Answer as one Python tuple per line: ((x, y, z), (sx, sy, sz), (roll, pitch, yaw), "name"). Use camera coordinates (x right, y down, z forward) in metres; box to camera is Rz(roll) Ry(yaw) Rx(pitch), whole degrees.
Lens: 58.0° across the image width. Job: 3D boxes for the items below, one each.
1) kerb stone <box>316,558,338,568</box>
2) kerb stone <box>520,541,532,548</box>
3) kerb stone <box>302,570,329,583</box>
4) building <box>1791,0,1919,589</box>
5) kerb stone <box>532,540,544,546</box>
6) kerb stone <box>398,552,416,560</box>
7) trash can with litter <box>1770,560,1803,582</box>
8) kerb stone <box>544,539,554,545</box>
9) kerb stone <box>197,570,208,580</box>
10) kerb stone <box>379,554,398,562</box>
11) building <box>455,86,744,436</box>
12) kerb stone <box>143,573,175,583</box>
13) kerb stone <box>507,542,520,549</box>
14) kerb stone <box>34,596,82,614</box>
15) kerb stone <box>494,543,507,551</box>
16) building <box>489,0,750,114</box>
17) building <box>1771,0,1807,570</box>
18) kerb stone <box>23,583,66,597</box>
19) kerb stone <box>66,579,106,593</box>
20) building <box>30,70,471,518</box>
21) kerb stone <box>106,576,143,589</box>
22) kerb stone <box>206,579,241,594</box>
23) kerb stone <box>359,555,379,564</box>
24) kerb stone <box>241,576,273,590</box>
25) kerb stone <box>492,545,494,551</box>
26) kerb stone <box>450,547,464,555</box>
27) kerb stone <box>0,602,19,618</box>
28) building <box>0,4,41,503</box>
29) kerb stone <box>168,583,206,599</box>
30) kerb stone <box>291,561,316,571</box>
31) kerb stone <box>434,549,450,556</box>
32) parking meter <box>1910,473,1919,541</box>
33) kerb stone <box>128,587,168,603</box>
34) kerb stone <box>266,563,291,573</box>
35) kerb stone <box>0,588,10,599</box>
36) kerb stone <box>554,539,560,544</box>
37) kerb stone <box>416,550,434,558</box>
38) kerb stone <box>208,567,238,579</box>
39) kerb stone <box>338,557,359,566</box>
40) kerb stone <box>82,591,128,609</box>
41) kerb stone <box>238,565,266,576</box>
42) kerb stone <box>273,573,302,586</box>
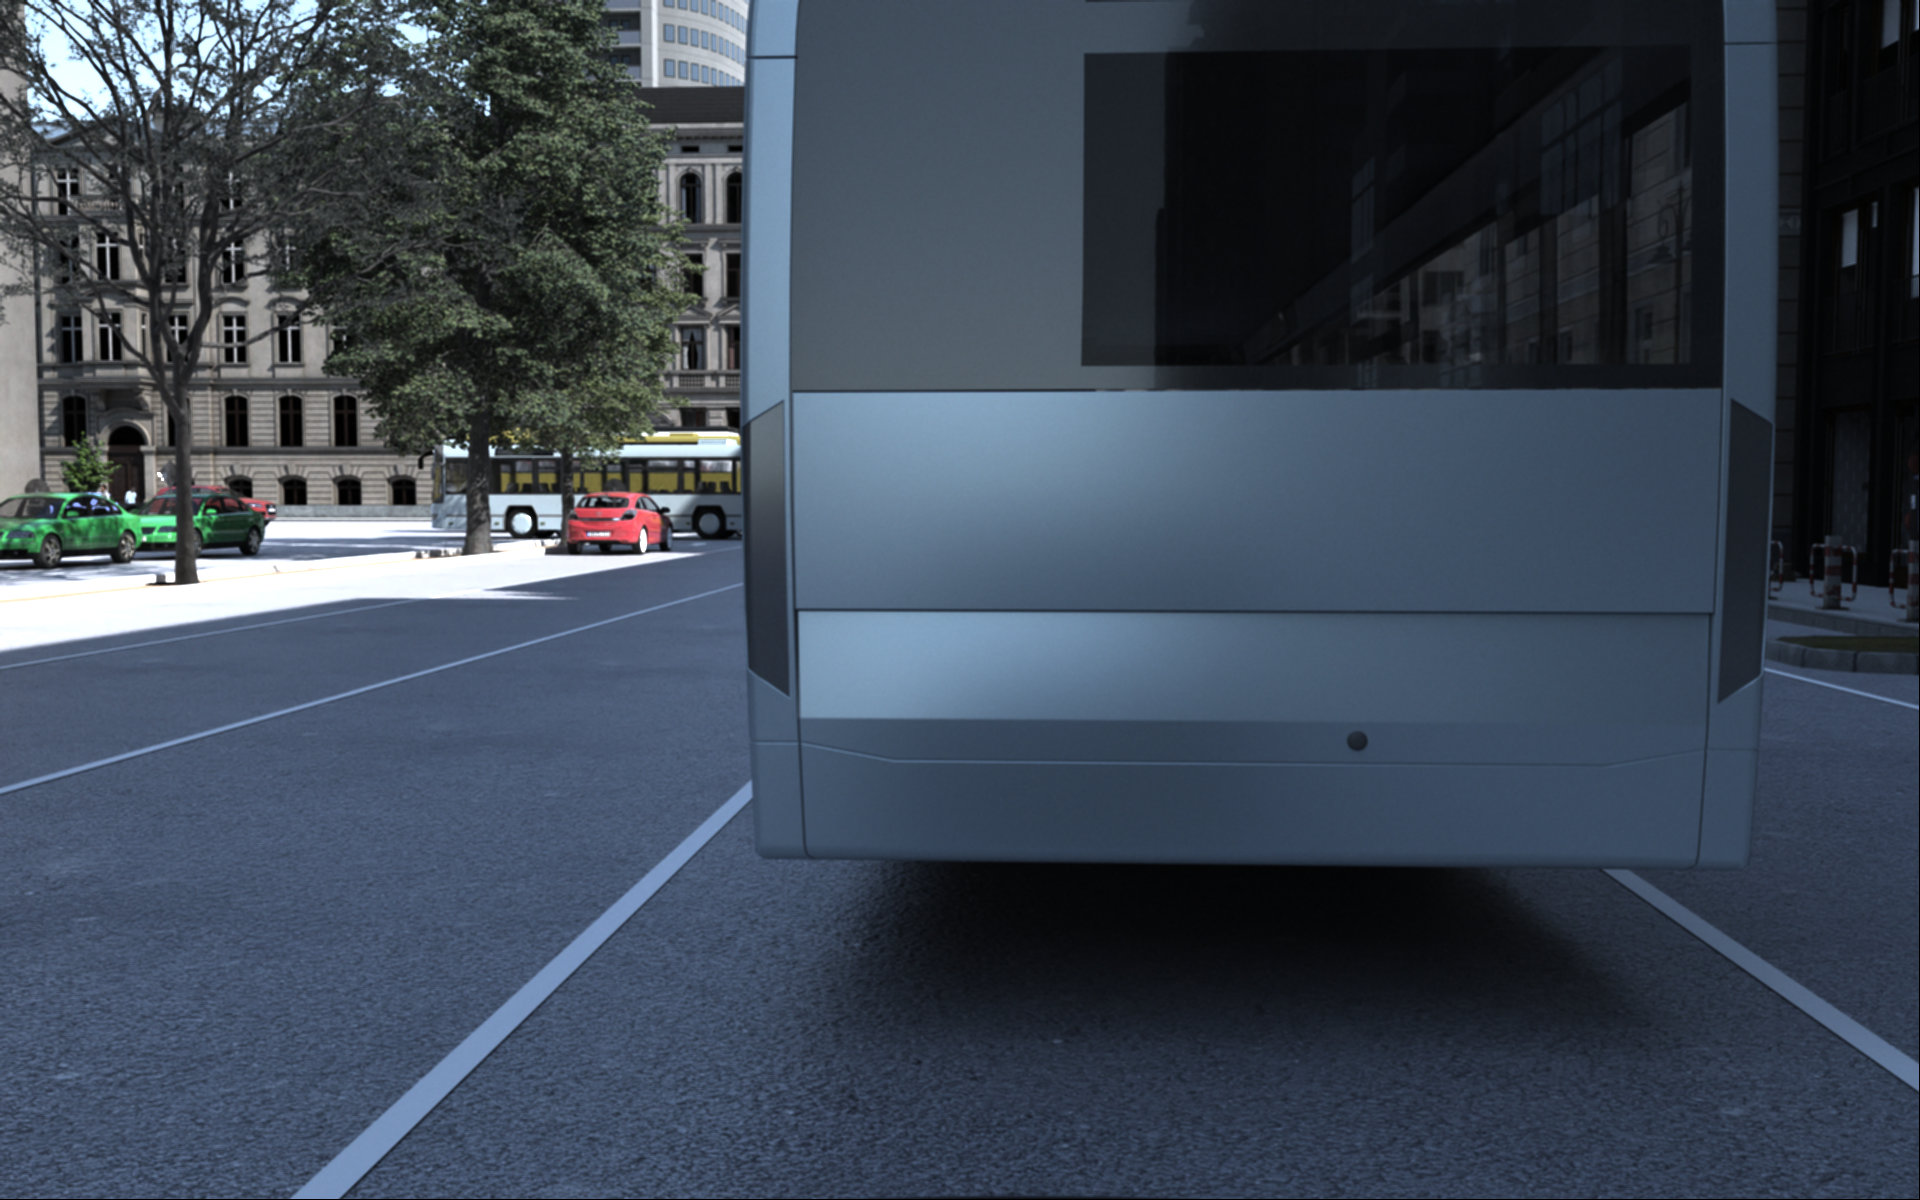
((-12.394, -0.697, 33.638), (0.120, 0.150, 1.000), (0, 4, 3), "kerb stone")
((-11.646, -1.454, 45.975), (0.120, 0.150, 1.000), (0, 4, 3), "kerb stone")
((-10.620, -0.373, 28.299), (0.120, 0.150, 1.000), (0, 4, 3), "kerb stone")
((18.358, -11.489, 17.531), (12.332, 23.373, 15.834), (0, 4, 3), "building")
((-11.584, -1.517, 47.017), (0.120, 0.150, 1.000), (0, 4, 3), "kerb stone")
((-12.152, -0.942, 37.753), (0.120, 0.150, 1.000), (0, 4, 3), "kerb stone")
((11.835, -0.868, 25.577), (1.055, 1.170, 0.624), (0, 4, 5), "trash can with litter")
((-11.527, -1.581, 48.045), (0.120, 0.150, 1.000), (0, 4, 3), "kerb stone")
((-12.711, -0.385, 28.486), (0.120, 0.150, 1.000), (0, 4, 3), "kerb stone")
((-12.213, -0.889, 36.726), (0.120, 0.150, 1.000), (0, 4, 3), "kerb stone")
((-16.184, -16.298, 95.357), (19.941, 23.489, 11.050), (0, 4, 3), "building")
((-12.785, -0.322, 27.460), (0.120, 0.150, 1.000), (0, 4, 3), "kerb stone")
((-11.710, -1.392, 44.949), (0.120, 0.150, 1.000), (0, 4, 3), "kerb stone")
((-11.064, 0.074, 21.092), (0.120, 0.150, 1.000), (0, 4, 3), "kerb stone")
((-11.769, -1.328, 43.915), (0.120, 0.150, 1.000), (0, 4, 3), "kerb stone")
((-30.113, -38.035, 163.871), (21.231, 58.520, 28.212), (0, 4, 3), "building")
((19.199, -15.329, 36.540), (13.634, 28.700, 20.117), (0, 4, 3), "building")
((-12.967, -0.133, 24.378), (0.120, 0.150, 1.000), (0, 4, 3), "kerb stone")
((-12.899, -0.192, 25.405), (0.120, 0.150, 1.000), (0, 4, 3), "kerb stone")
((-44.064, -17.013, 97.241), (34.723, 24.649, 14.460), (0, 4, 3), "building")
((-12.838, -0.259, 26.431), (0.120, 0.150, 1.000), (0, 4, 3), "kerb stone")
((-10.806, -0.184, 25.211), (0.120, 0.150, 1.000), (0, 4, 3), "kerb stone")
((-12.278, -0.826, 35.695), (0.120, 0.150, 1.000), (0, 4, 3), "kerb stone")
((-10.737, -0.247, 26.241), (0.120, 0.150, 1.000), (0, 4, 3), "kerb stone")
((-11.834, -1.261, 42.889), (0.120, 0.150, 1.000), (0, 4, 3), "kerb stone")
((-11.968, -1.139, 40.833), (0.120, 0.150, 1.000), (0, 4, 3), "kerb stone")
((-11.119, 0.130, 20.065), (0.120, 0.150, 1.000), (0, 4, 3), "kerb stone")
((-44.271, -14.470, 41.096), (34.151, 26.468, 19.350), (0, 4, 3), "building")
((-10.865, -0.120, 24.180), (0.120, 0.150, 1.000), (0, 4, 3), "kerb stone")
((-12.458, -0.637, 32.612), (0.120, 0.150, 1.000), (0, 4, 3), "kerb stone")
((-12.023, -1.074, 39.807), (0.120, 0.150, 1.000), (0, 4, 3), "kerb stone")
((11.635, -0.759, 20.826), (0.372, 1.533, 0.369), (0, 3, 0), "parking meter")
((-10.933, -0.058, 23.150), (0.120, 0.150, 1.000), (0, 4, 3), "kerb stone")
((-12.529, -0.574, 31.576), (0.120, 0.150, 1.000), (0, 4, 3), "kerb stone")
((-13.024, -0.066, 23.332), (0.120, 0.150, 1.000), (0, 4, 3), "kerb stone")
((-11.456, -1.644, 49.075), (0.120, 0.150, 1.000), (0, 4, 3), "kerb stone")
((-12.084, -1.014, 38.780), (0.120, 0.150, 1.000), (0, 4, 3), "kerb stone")
((-12.651, -0.447, 29.524), (0.120, 0.150, 1.000), (0, 4, 3), "kerb stone")
((-12.344, -0.763, 34.668), (0.120, 0.150, 1.000), (0, 4, 3), "kerb stone")
((-10.989, 0.005, 22.121), (0.120, 0.150, 1.000), (0, 4, 3), "kerb stone")
((-12.583, -0.511, 30.550), (0.120, 0.150, 1.000), (0, 4, 3), "kerb stone")
((-10.687, -0.311, 27.273), (0.120, 0.150, 1.000), (0, 4, 3), "kerb stone")
